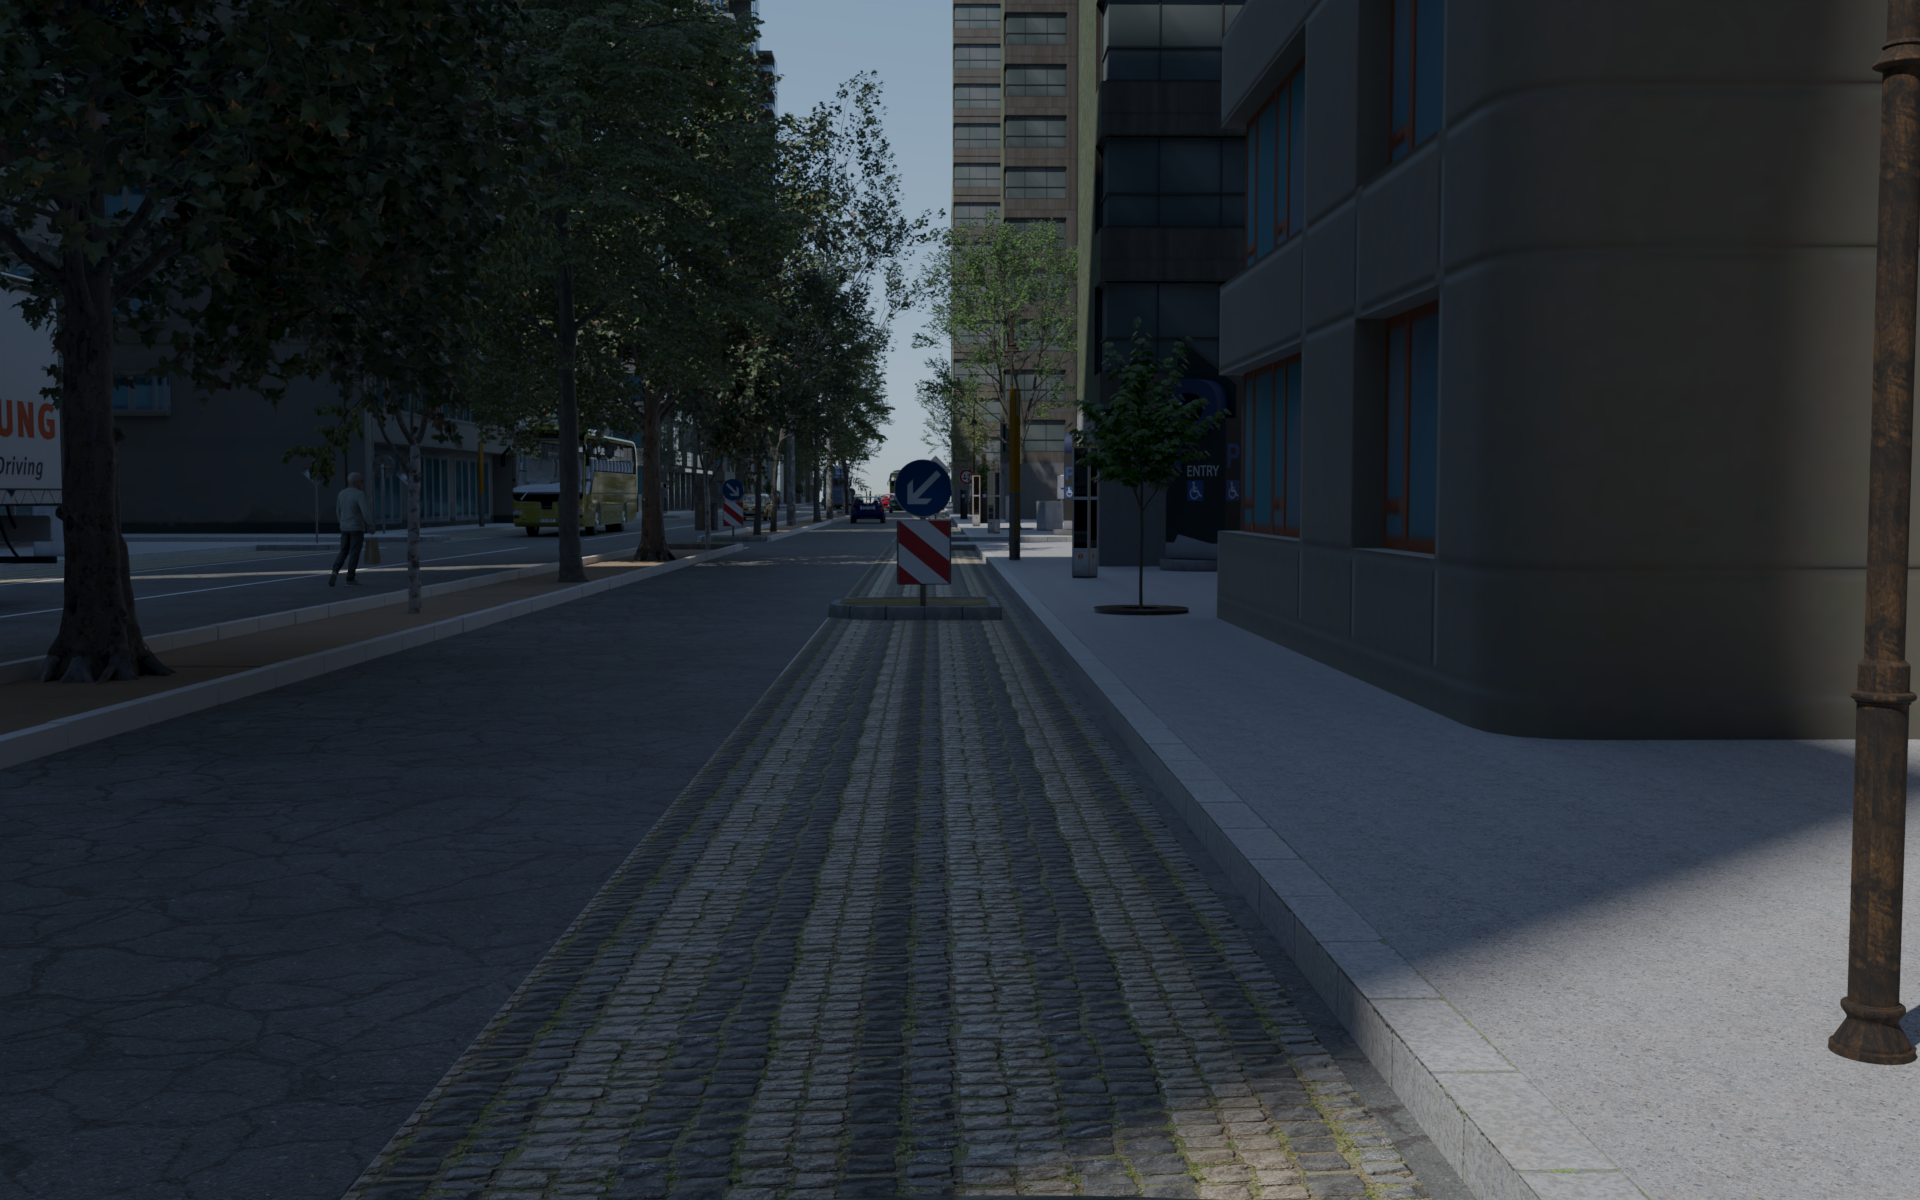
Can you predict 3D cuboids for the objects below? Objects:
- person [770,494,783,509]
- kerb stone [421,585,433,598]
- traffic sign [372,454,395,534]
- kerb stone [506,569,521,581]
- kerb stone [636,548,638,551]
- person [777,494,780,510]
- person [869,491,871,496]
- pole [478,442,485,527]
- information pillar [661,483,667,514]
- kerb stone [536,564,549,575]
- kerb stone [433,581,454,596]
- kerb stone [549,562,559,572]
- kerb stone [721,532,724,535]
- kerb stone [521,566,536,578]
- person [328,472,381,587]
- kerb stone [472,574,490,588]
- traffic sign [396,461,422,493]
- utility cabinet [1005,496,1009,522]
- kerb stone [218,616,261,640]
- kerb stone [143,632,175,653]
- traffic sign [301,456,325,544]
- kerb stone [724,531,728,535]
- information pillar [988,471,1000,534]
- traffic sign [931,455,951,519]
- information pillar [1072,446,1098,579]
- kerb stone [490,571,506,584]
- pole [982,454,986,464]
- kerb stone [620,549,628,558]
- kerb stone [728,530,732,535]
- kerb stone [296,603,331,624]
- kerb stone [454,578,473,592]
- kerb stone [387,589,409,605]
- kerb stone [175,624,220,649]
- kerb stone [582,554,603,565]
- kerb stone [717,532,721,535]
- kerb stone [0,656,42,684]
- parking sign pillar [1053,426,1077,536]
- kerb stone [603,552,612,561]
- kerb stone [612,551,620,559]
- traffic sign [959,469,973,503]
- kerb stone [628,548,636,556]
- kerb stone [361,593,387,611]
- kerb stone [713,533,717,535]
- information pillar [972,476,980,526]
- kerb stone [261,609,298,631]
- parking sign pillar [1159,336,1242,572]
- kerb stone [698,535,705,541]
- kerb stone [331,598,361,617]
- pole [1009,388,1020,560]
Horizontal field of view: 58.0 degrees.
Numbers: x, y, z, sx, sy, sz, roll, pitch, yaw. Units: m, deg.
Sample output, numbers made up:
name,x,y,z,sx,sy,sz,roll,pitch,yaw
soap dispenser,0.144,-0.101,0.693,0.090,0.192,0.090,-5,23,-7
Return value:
name,x,y,z,sx,sy,sz,roll,pitch,yaw
person,-17.848,-9.732,167.627,1.348,1.824,0.705,-1,4,-10
kerb stone,-7.406,-0.083,23.555,0.120,0.150,1.000,0,4,-1
traffic sign,-18.550,-3.401,55.712,0.768,2.556,0.104,0,4,8
kerb stone,-7.490,-0.396,28.671,0.120,0.150,1.000,0,4,-1
kerb stone,-7.684,-1.147,40.957,0.120,0.150,1.000,0,4,-1
person,-16.433,-8.902,154.993,0.756,1.711,0.436,1,4,19
person,-11.354,-12.958,220.000,0.705,1.869,1.348,1,4,9
pole,-18.753,-4.526,67.836,0.158,3.312,0.155,0,3,0
information pillar,-19.519,-6.713,114.244,0.304,2.012,0.304,-2,4,-32
kerb stone,-7.511,-0.519,30.716,0.120,0.150,1.000,0,4,-1
kerb stone,-7.421,-0.144,24.578,0.120,0.150,1.000,0,4,-1
kerb stone,-7.531,-0.584,31.738,0.120,0.150,1.000,0,4,-1
kerb stone,-7.948,-2.124,56.926,0.120,0.150,1.000,0,4,-1
kerb stone,-7.495,-0.456,29.693,0.120,0.150,1.000,0,4,-1
person,-9.344,-1.087,26.753,0.782,1.767,0.515,2,4,24
kerb stone,-7.449,-0.271,26.625,0.120,0.150,1.000,0,4,-1
traffic sign,-16.805,-3.010,52.857,0.795,2.450,0.064,0,4,-1
utility cabinet,2.251,-4.174,79.403,0.306,1.237,1.020,0,4,6
kerb stone,-7.298,0.294,17.393,0.120,0.150,1.000,0,4,-1
kerb stone,-7.265,0.419,15.348,0.120,0.150,1.000,0,4,-1
traffic sign,-16.675,-2.522,44.873,0.795,2.450,0.064,0,4,-1
kerb stone,-7.964,-2.183,57.948,0.120,0.150,1.000,0,4,-1
information pillar,1.101,-3.168,56.290,0.304,2.012,0.304,3,5,42
traffic sign,-0.633,-2.536,45.113,0.795,2.450,0.064,0,4,-1
information pillar,1.908,-1.341,26.424,0.304,2.012,0.304,2,4,31
kerb stone,-7.472,-0.330,27.647,0.120,0.150,1.000,0,4,-1
pole,1.202,-5.722,87.395,0.158,3.312,0.155,0,3,0
kerb stone,-7.655,-1.019,38.907,0.120,0.150,1.000,0,4,-1
kerb stone,-7.978,-2.250,58.975,0.120,0.150,1.000,0,4,-1
kerb stone,-7.332,0.168,19.456,0.120,0.150,1.000,0,4,-1
kerb stone,-7.437,-0.202,25.603,0.120,0.150,1.000,0,4,-1
kerb stone,-7.388,-0.015,22.533,0.120,0.150,1.000,0,4,-1
kerb stone,-7.286,0.361,16.371,0.120,0.150,1.000,0,4,-1
kerb stone,-7.604,-0.830,35.841,0.120,0.150,1.000,0,4,-1
kerb stone,-7.928,-2.061,55.901,0.120,0.150,1.000,0,4,-1
kerb stone,-7.235,0.546,13.304,0.120,0.150,1.000,0,4,-1
parking sign pillar,3.631,-4.007,53.989,1.447,3.967,1.447,1,4,22
kerb stone,-7.618,-0.897,36.862,0.120,0.150,1.000,0,4,-1
kerb stone,-7.633,-0.960,37.885,0.120,0.150,1.000,0,4,-1
traffic sign,0.356,-5.440,89.058,0.768,2.556,0.104,0,4,2
kerb stone,-7.669,-1.082,39.935,0.120,0.150,1.000,0,4,-1
kerb stone,-7.369,0.044,21.507,0.120,0.150,1.000,0,4,-1
kerb stone,-7.915,-1.997,54.879,0.120,0.150,1.000,0,4,-1
information pillar,0.646,-3.930,68.743,0.304,2.012,0.304,0,4,-3
kerb stone,-7.320,0.233,18.424,0.120,0.150,1.000,0,4,-1
parking sign pillar,4.096,-2.489,29.163,1.447,3.967,1.447,-3,5,-42
kerb stone,-7.876,-1.874,52.836,0.120,0.150,1.000,0,4,-1
kerb stone,-7.346,0.105,20.484,0.120,0.150,1.000,0,4,-1
pole,1.062,-2.429,33.550,0.158,3.312,0.155,0,3,0
